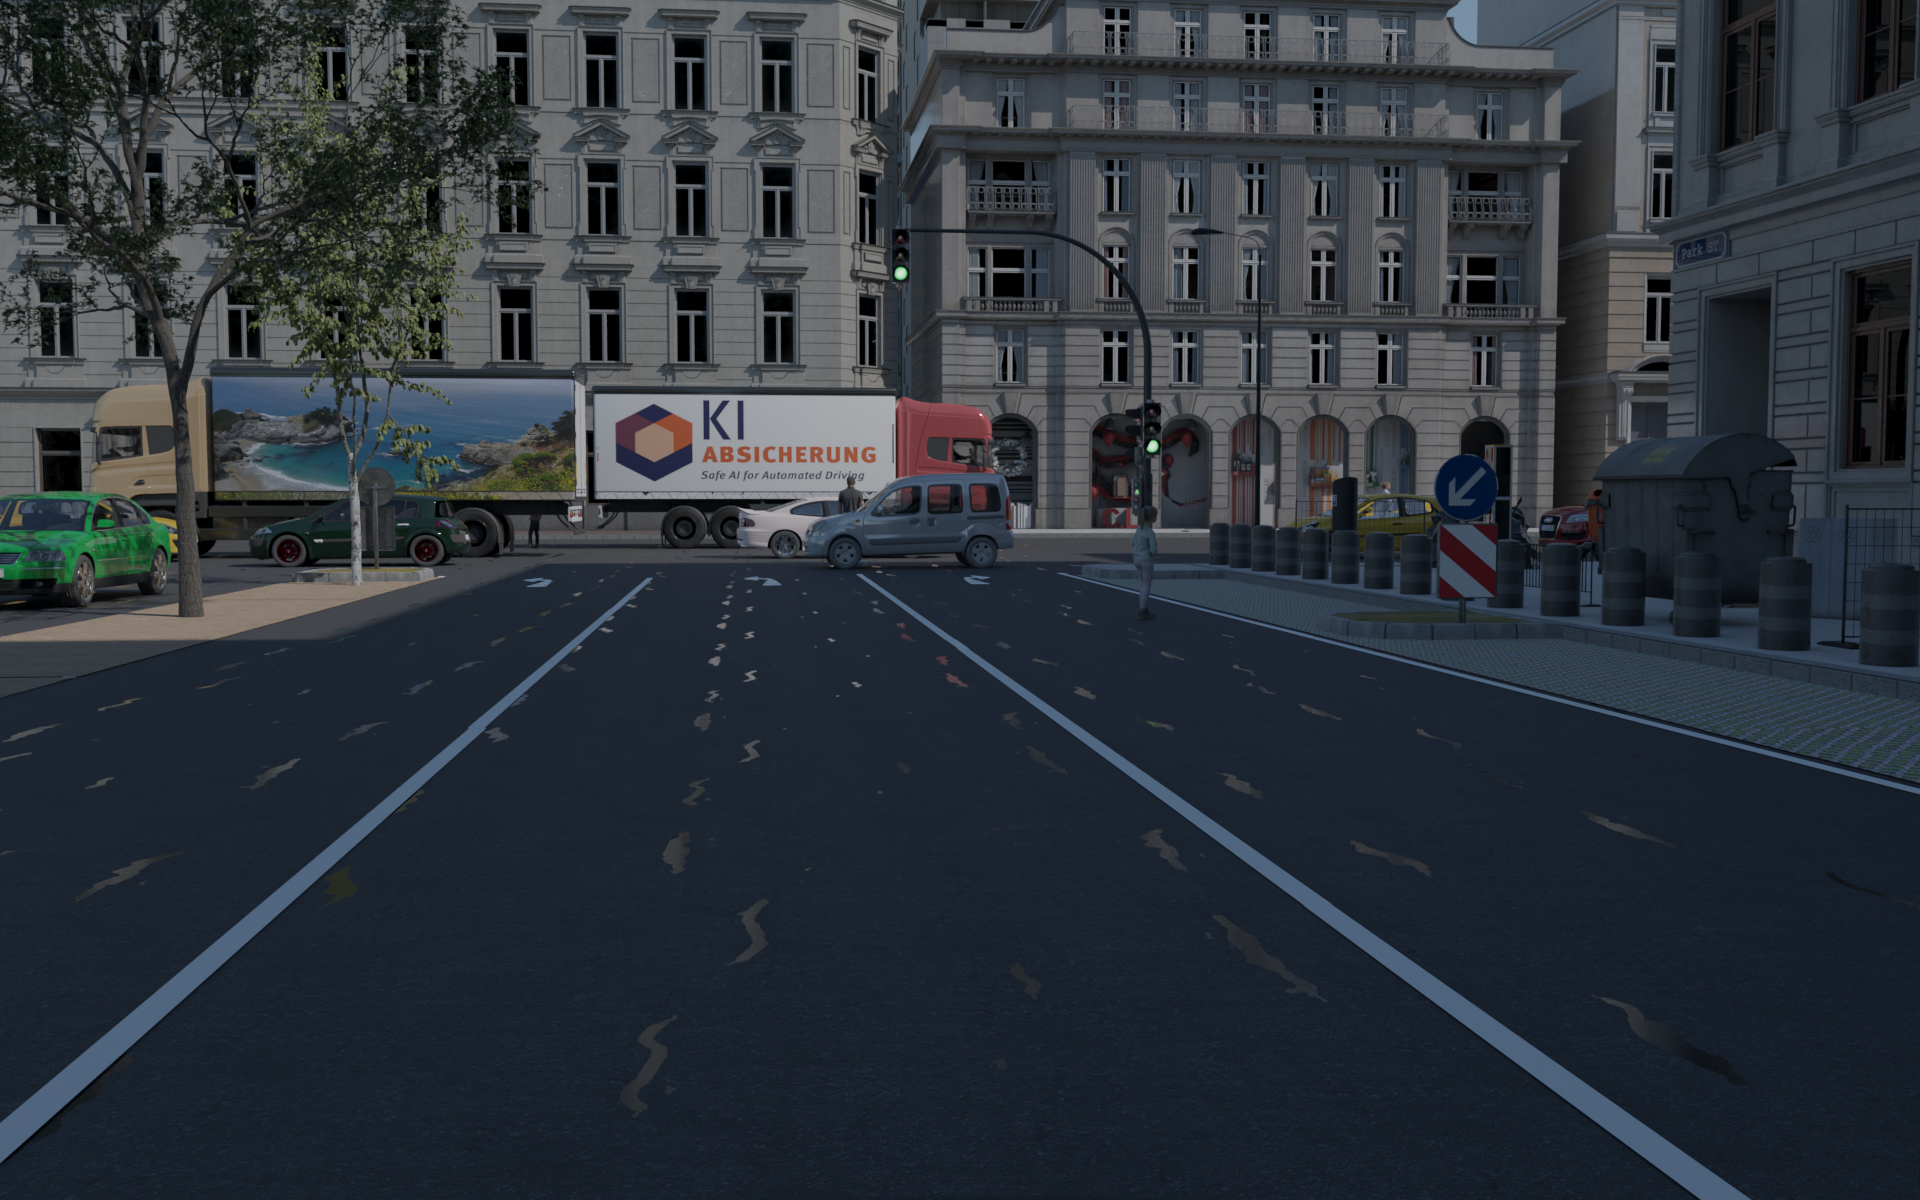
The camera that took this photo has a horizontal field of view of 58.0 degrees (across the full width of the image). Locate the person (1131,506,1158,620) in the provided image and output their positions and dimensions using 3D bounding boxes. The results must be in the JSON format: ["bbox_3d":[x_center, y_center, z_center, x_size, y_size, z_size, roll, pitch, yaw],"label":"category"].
[{"bbox_3d":[2.135,-0.431,19.820,0.394,1.301,0.425,-3,5,-44],"label":"person"}]

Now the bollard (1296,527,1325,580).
[{"bbox_3d":[5.370,-0.699,26.154,0.404,0.777,0.398,0,3,0],"label":"bollard"}]

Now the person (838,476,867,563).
[{"bbox_3d":[-2.223,-1.676,36.030,0.598,1.807,0.434,1,4,21],"label":"person"}]

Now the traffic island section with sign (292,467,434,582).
[{"bbox_3d":[-9.913,-1.276,29.003,2.006,1.907,1.989,0,4,-7],"label":"traffic island section with sign"}]

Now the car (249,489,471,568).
[{"bbox_3d":[-11.999,-1.525,34.724,4.222,1.686,2.009,-1,4,-8],"label":"car"}]

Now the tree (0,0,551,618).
[{"bbox_3d":[-8.932,-5.091,20.112,8.767,10.594,7.601,0,4,-7],"label":"tree"}]

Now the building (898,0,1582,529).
[{"bbox_3d":[10.090,-13.887,68.855,24.055,21.916,13.314,0,4,-7],"label":"building"}]

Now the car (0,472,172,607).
[{"bbox_3d":[-12.108,-0.881,23.204,1.959,1.807,4.718,0,4,-7],"label":"car"}]

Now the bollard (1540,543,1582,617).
[{"bbox_3d":[6.338,-0.217,18.271,0.404,0.777,0.398,0,3,0],"label":"bollard"}]

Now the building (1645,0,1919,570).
[{"bbox_3d":[16.874,-11.032,16.530,11.583,22.565,21.152,0,4,-7],"label":"building"}]

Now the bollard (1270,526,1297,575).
[{"bbox_3d":[5.211,-0.780,27.466,0.404,0.777,0.398,0,3,0],"label":"bollard"}]

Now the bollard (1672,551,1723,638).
[{"bbox_3d":[6.659,-0.056,15.639,0.404,0.777,0.398,0,3,0],"label":"bollard"}]

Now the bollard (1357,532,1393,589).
[{"bbox_3d":[5.693,-0.539,23.529,0.404,0.777,0.398,0,3,0],"label":"bollard"}]

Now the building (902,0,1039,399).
[{"bbox_3d":[9.425,-34.374,151.256,28.713,52.752,27.495,0,4,-7],"label":"building"}]

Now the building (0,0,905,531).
[{"bbox_3d":[-24.220,-17.719,66.129,44.131,29.872,17.030,0,4,-7],"label":"building"}]

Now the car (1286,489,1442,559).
[{"bbox_3d":[9.191,-1.760,38.999,3.980,1.641,2.015,-1,4,-8],"label":"car"}]

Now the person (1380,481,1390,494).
[{"bbox_3d":[12.313,-2.542,50.293,0.641,1.798,0.478,0,4,-3],"label":"person"}]

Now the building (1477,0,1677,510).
[{"bbox_3d":[32.960,-17.456,71.317,20.117,28.700,13.634,0,4,-7],"label":"building"}]

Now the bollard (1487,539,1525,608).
[{"bbox_3d":[6.174,-0.298,19.594,0.404,0.777,0.398,0,3,0],"label":"bollard"}]

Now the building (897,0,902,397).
[{"bbox_3d":[1.507,-45.028,174.454,20.563,71.187,20.611,0,4,-7],"label":"building"}]

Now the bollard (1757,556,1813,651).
[{"bbox_3d":[6.820,0.025,14.316,0.404,0.777,0.398,0,3,0],"label":"bollard"}]

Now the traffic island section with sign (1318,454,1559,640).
[{"bbox_3d":[4.807,-0.566,17.879,1.989,1.847,2.006,0,4,-7],"label":"traffic island section with sign"}]

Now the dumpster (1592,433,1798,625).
[{"bbox_3d":[7.330,-0.707,17.316,1.264,1.857,1.865,0,4,-7],"label":"dumpster"}]

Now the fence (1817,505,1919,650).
[{"bbox_3d":[8.450,-0.206,14.576,2.264,1.192,0.480,0,4,-5],"label":"fence"}]

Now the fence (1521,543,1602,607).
[{"bbox_3d":[6.968,-0.323,20.661,0.278,0.683,2.069,-1,4,-13],"label":"fence"}]

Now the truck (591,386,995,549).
[{"bbox_3d":[-4.061,-3.529,46.609,11.283,4.237,2.839,0,4,-7],"label":"truck"}]

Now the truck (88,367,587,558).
[{"bbox_3d":[-14.349,-3.097,39.556,11.283,4.237,2.839,0,4,-6],"label":"truck"}]

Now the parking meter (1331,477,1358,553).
[{"bbox_3d":[5.719,-1.061,25.755,0.372,1.533,0.369,0,3,0],"label":"parking meter"}]

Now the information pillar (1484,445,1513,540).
[{"bbox_3d":[8.040,-1.309,25.890,0.304,2.012,0.304,-1,4,-9],"label":"information pillar"}]

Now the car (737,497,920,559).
[{"bbox_3d":[-2.631,-1.644,39.249,4.827,1.381,2.083,0,4,-6],"label":"car"}]

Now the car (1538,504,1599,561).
[{"bbox_3d":[14.592,-1.658,35.782,5.304,1.827,2.281,0,4,-8],"label":"car"}]

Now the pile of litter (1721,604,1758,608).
[{"bbox_3d":[8.948,-0.384,20.240,1.176,0.858,1.719,3,4,37],"label":"pile of litter"}]

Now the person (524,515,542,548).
[{"bbox_3d":[-11.323,-2.048,45.888,0.340,1.345,0.435,1,4,16],"label":"person"}]

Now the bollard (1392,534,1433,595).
[{"bbox_3d":[5.851,-0.459,22.217,0.404,0.777,0.398,0,3,0],"label":"bollard"}]

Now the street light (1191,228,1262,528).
[{"bbox_3d":[4.717,-3.540,30.421,1.470,5.913,1.316,0,4,-7],"label":"street light"}]

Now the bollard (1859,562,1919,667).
[{"bbox_3d":[6.984,0.105,13.002,0.404,0.777,0.398,0,3,0],"label":"bollard"}]

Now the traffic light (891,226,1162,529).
[{"bbox_3d":[1.173,-3.376,29.859,4.771,5.953,1.251,0,4,-7],"label":"traffic light"}]

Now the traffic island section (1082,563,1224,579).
[{"bbox_3d":[3.280,-0.495,30.372,2.009,0.180,2.903,0,4,-7],"label":"traffic island section"}]

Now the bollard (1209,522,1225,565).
[{"bbox_3d":[4.725,-1.022,31.424,0.404,0.777,0.398,0,3,0],"label":"bollard"}]

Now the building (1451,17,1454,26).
[{"bbox_3d":[42.295,-34.089,181.053,21.600,48.544,21.300,0,4,-7],"label":"building"}]

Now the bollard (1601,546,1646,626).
[{"bbox_3d":[6.499,-0.137,16.959,0.404,0.777,0.398,0,3,0],"label":"bollard"}]

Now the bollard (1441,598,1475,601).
[{"bbox_3d":[6.014,-0.379,20.906,0.404,0.777,0.398,0,3,0],"label":"bollard"}]

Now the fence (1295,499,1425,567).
[{"bbox_3d":[6.690,-1.088,28.995,2.264,1.192,0.480,1,4,10],"label":"fence"}]

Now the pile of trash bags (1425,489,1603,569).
[{"bbox_3d":[9.757,-1.254,30.258,3.447,1.369,1.912,2,4,26],"label":"pile of trash bags"}]

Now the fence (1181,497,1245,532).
[{"bbox_3d":[8.722,-2.934,59.175,2.264,1.192,0.480,0,4,-8],"label":"fence"}]

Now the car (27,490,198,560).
[{"bbox_3d":[-18.235,-1.608,36.508,3.980,1.641,2.015,-1,4,-9],"label":"car"}]

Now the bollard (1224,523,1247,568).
[{"bbox_3d":[4.886,-0.942,30.112,0.404,0.777,0.398,0,3,0],"label":"bollard"}]

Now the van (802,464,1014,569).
[{"bbox_3d":[-1.026,-1.644,33.893,4.112,2.044,2.013,-1,4,-9],"label":"van"}]

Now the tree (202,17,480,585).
[{"bbox_3d":[-9.347,-4.509,26.550,4.737,8.622,4.395,0,3,0],"label":"tree"}]

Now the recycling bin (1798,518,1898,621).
[{"bbox_3d":[9.207,-0.332,17.979,0.722,1.027,0.722,-3,4,-38],"label":"recycling bin"}]

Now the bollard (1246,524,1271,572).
[{"bbox_3d":[5.048,-0.860,28.782,0.404,0.777,0.398,0,3,0],"label":"bollard"}]

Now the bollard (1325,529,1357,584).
[{"bbox_3d":[5.530,-0.619,24.842,0.404,0.777,0.398,0,3,0],"label":"bollard"}]
